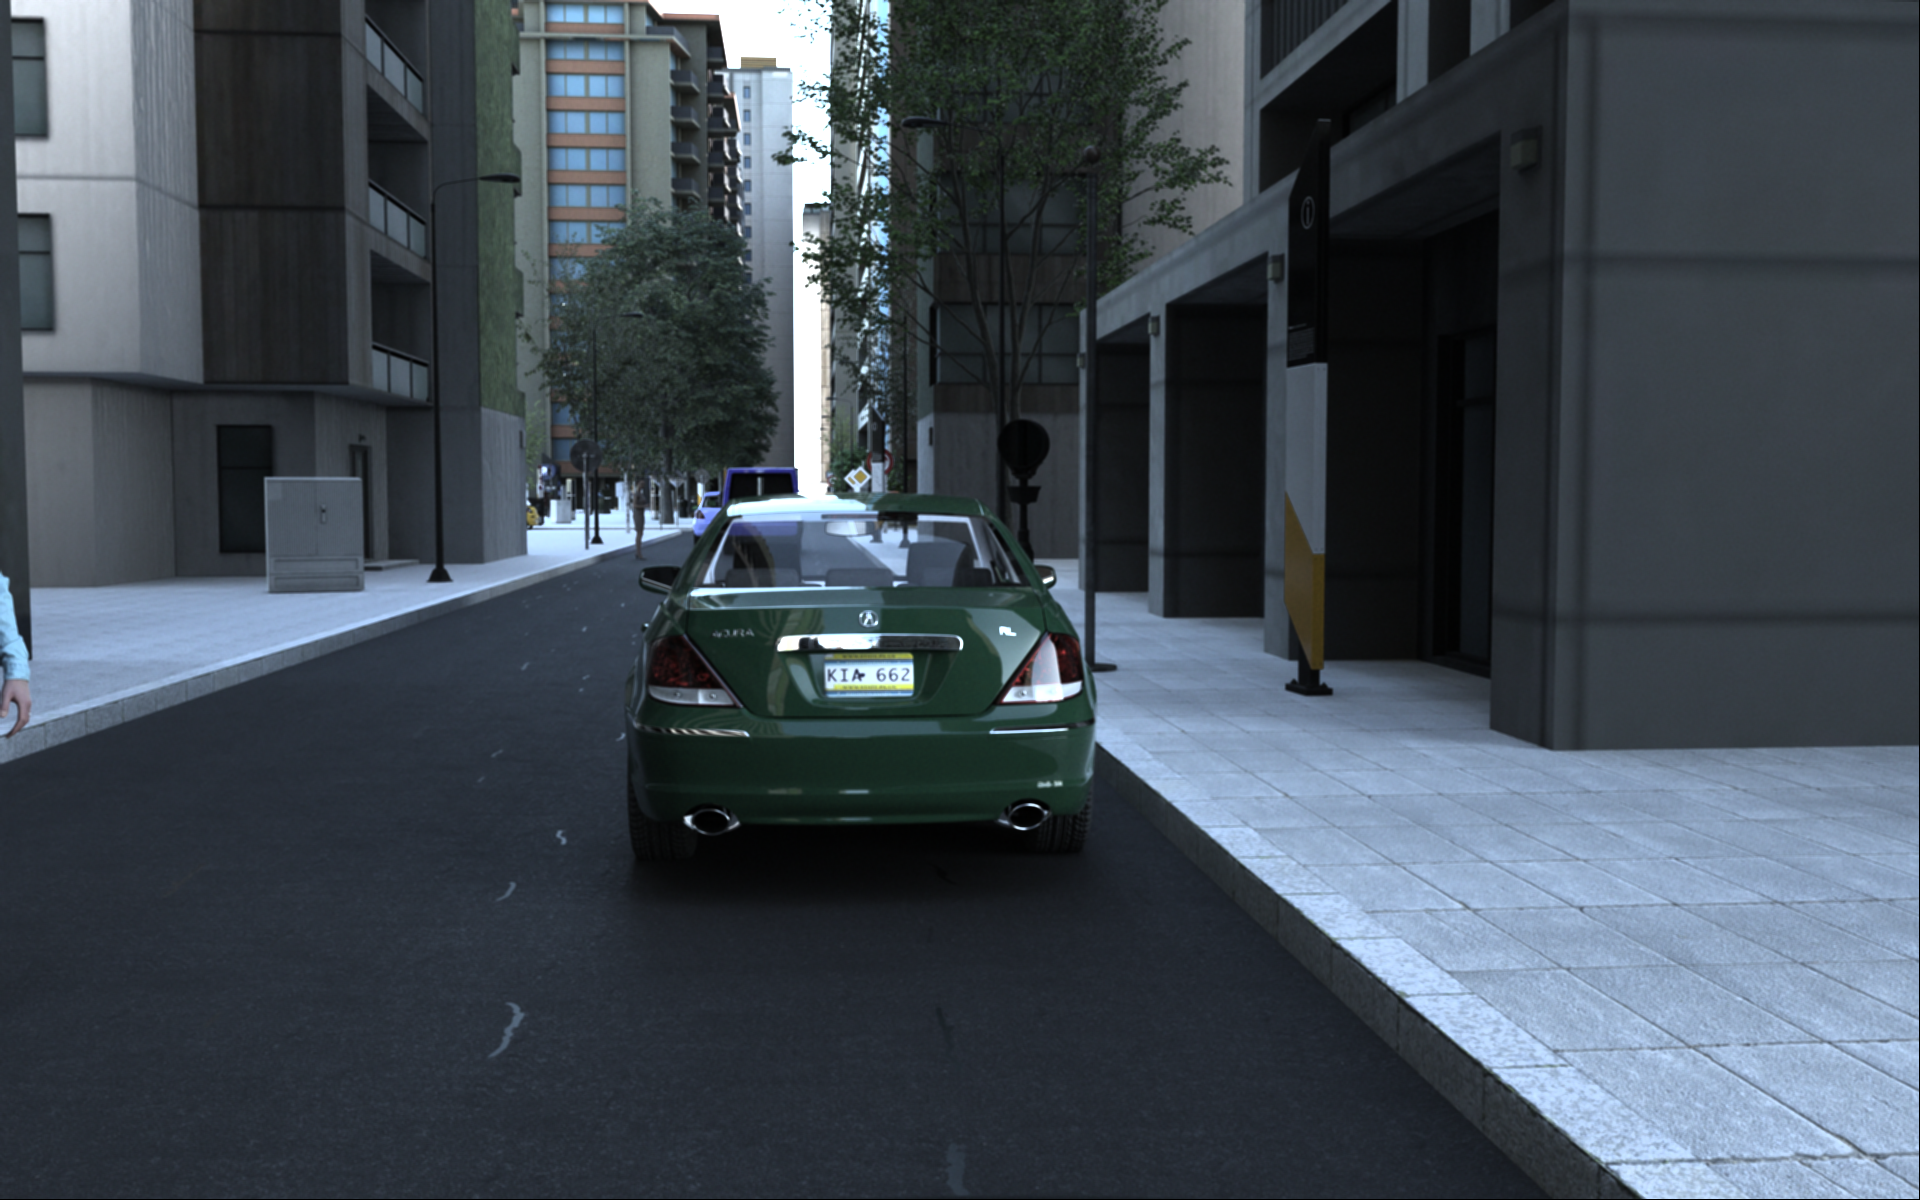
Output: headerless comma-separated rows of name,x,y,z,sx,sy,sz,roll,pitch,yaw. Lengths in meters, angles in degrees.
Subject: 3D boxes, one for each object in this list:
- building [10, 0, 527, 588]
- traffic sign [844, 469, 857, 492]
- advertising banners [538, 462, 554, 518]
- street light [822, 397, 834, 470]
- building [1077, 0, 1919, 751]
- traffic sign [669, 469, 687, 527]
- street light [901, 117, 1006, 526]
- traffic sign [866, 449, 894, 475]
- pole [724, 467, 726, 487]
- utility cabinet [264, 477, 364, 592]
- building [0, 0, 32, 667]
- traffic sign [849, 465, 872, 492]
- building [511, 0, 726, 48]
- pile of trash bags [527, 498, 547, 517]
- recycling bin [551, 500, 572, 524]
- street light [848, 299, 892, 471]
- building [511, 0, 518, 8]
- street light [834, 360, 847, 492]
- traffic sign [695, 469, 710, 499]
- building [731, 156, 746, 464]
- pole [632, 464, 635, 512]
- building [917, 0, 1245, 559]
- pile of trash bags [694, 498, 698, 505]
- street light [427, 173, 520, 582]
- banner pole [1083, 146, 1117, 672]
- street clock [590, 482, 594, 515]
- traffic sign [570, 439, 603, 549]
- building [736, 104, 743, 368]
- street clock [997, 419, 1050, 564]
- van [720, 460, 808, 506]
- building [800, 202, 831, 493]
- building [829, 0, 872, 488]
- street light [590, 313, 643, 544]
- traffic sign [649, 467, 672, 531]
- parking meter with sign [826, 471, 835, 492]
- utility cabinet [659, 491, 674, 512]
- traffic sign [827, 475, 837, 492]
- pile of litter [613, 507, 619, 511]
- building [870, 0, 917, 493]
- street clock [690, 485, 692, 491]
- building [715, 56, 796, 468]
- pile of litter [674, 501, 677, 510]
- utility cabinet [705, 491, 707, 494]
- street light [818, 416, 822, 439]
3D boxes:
building,-15.587,-21.079,28.237,14.154,41.232,14.086,0,4,-5
traffic sign,-4.234,-3.991,68.893,0.795,2.450,0.064,0,4,-5
advertising banners,-24.988,-6.625,104.508,0.090,3.025,2.074,1,4,12
street light,-5.742,-6.777,83.353,1.470,5.913,1.316,0,4,-5
building,12.705,-35.086,11.916,20.563,71.187,20.611,0,4,-5
traffic sign,-11.151,-3.953,68.277,0.795,2.450,0.064,0,4,-5
street light,-0.022,-2.997,21.537,1.470,5.913,1.316,0,4,-5
traffic sign,-2.216,-2.936,48.110,0.768,2.556,0.104,0,4,-1
pole,-15.766,-7.494,116.365,0.158,3.312,0.155,0,3,0
utility cabinet,-8.437,-0.854,22.648,1.173,1.500,0.318,-2,4,-27
building,-16.825,-23.047,0.516,21.300,48.544,21.600,0,4,-5
traffic sign,-3.500,-3.505,60.941,0.795,2.450,0.064,0,4,-5
building,-32.023,-30.651,155.775,22.147,44.769,28.867,0,4,-5
pile of trash bags,-24.993,-5.388,97.840,1.912,1.369,3.447,2,4,33
recycling bin,-17.293,-3.824,75.077,0.722,1.027,0.722,-2,4,-31
street light,-1.841,-4.190,41.054,1.470,5.913,1.316,0,4,-5
building,-60.976,-48.598,232.828,20.611,71.187,20.563,0,4,-5
street light,-3.550,-5.367,60.286,1.470,5.913,1.316,0,4,-5
traffic sign,-13.034,-5.353,87.627,0.768,2.556,0.104,0,4,0
building,-32.966,-32.158,209.384,14.086,41.232,14.154,0,4,-5
pole,-22.188,-7.582,117.805,0.158,3.312,0.155,0,3,0
building,5.846,-16.442,40.526,14.160,30.474,14.107,0,4,-5
pile of trash bags,-18.706,-7.437,131.352,1.912,1.369,3.447,3,5,42
street light,-7.068,-3.220,25.194,1.470,5.913,1.316,0,4,-5
banner pole,0.976,-1.393,12.787,0.401,3.779,0.863,0,4,7
street clock,-22.458,-6.166,105.391,0.358,2.002,0.471,0,4,-7
traffic sign,-8.664,-2.449,40.149,0.768,2.556,0.104,0,4,3
building,-34.559,-32.426,184.797,22.147,44.769,28.867,0,4,-5
street clock,0.618,-0.753,16.878,0.471,2.002,0.358,1,4,16
van,-4.858,-2.345,42.733,2.240,2.365,5.245,0,4,-6
building,-14.579,-33.771,235.750,14.086,41.232,14.154,0,4,-5
building,-0.884,-32.591,156.571,21.300,48.544,21.600,0,4,-5
street light,-8.802,-4.396,44.424,1.470,5.913,1.316,0,4,-5
traffic sign,-10.417,-3.467,60.326,0.795,2.450,0.064,0,4,-5
parking meter with sign,-9.678,-8.340,132.626,0.543,3.016,1.738,-2,4,-26
utility cabinet,-18.980,-6.294,111.579,0.318,1.500,1.173,3,5,39
traffic sign,-8.596,-7.164,117.233,0.768,2.556,0.104,0,4,2
pile of litter,-26.527,-7.410,135.119,1.176,0.858,1.719,2,4,34
building,2.339,-27.131,93.699,14.600,45.320,14.200,0,4,-5
street clock,-21.156,-7.980,135.042,0.471,2.002,0.358,-2,4,-28
building,-36.596,-42.432,235.765,28.212,58.520,21.231,0,4,-5
pile of litter,-22.804,-7.719,140.162,1.719,0.858,1.176,0,4,4
utility cabinet,-18.304,-7.049,123.935,0.318,1.500,1.173,-1,4,-13
street light,-7.550,-7.970,102.844,1.470,5.913,1.316,0,4,-5
